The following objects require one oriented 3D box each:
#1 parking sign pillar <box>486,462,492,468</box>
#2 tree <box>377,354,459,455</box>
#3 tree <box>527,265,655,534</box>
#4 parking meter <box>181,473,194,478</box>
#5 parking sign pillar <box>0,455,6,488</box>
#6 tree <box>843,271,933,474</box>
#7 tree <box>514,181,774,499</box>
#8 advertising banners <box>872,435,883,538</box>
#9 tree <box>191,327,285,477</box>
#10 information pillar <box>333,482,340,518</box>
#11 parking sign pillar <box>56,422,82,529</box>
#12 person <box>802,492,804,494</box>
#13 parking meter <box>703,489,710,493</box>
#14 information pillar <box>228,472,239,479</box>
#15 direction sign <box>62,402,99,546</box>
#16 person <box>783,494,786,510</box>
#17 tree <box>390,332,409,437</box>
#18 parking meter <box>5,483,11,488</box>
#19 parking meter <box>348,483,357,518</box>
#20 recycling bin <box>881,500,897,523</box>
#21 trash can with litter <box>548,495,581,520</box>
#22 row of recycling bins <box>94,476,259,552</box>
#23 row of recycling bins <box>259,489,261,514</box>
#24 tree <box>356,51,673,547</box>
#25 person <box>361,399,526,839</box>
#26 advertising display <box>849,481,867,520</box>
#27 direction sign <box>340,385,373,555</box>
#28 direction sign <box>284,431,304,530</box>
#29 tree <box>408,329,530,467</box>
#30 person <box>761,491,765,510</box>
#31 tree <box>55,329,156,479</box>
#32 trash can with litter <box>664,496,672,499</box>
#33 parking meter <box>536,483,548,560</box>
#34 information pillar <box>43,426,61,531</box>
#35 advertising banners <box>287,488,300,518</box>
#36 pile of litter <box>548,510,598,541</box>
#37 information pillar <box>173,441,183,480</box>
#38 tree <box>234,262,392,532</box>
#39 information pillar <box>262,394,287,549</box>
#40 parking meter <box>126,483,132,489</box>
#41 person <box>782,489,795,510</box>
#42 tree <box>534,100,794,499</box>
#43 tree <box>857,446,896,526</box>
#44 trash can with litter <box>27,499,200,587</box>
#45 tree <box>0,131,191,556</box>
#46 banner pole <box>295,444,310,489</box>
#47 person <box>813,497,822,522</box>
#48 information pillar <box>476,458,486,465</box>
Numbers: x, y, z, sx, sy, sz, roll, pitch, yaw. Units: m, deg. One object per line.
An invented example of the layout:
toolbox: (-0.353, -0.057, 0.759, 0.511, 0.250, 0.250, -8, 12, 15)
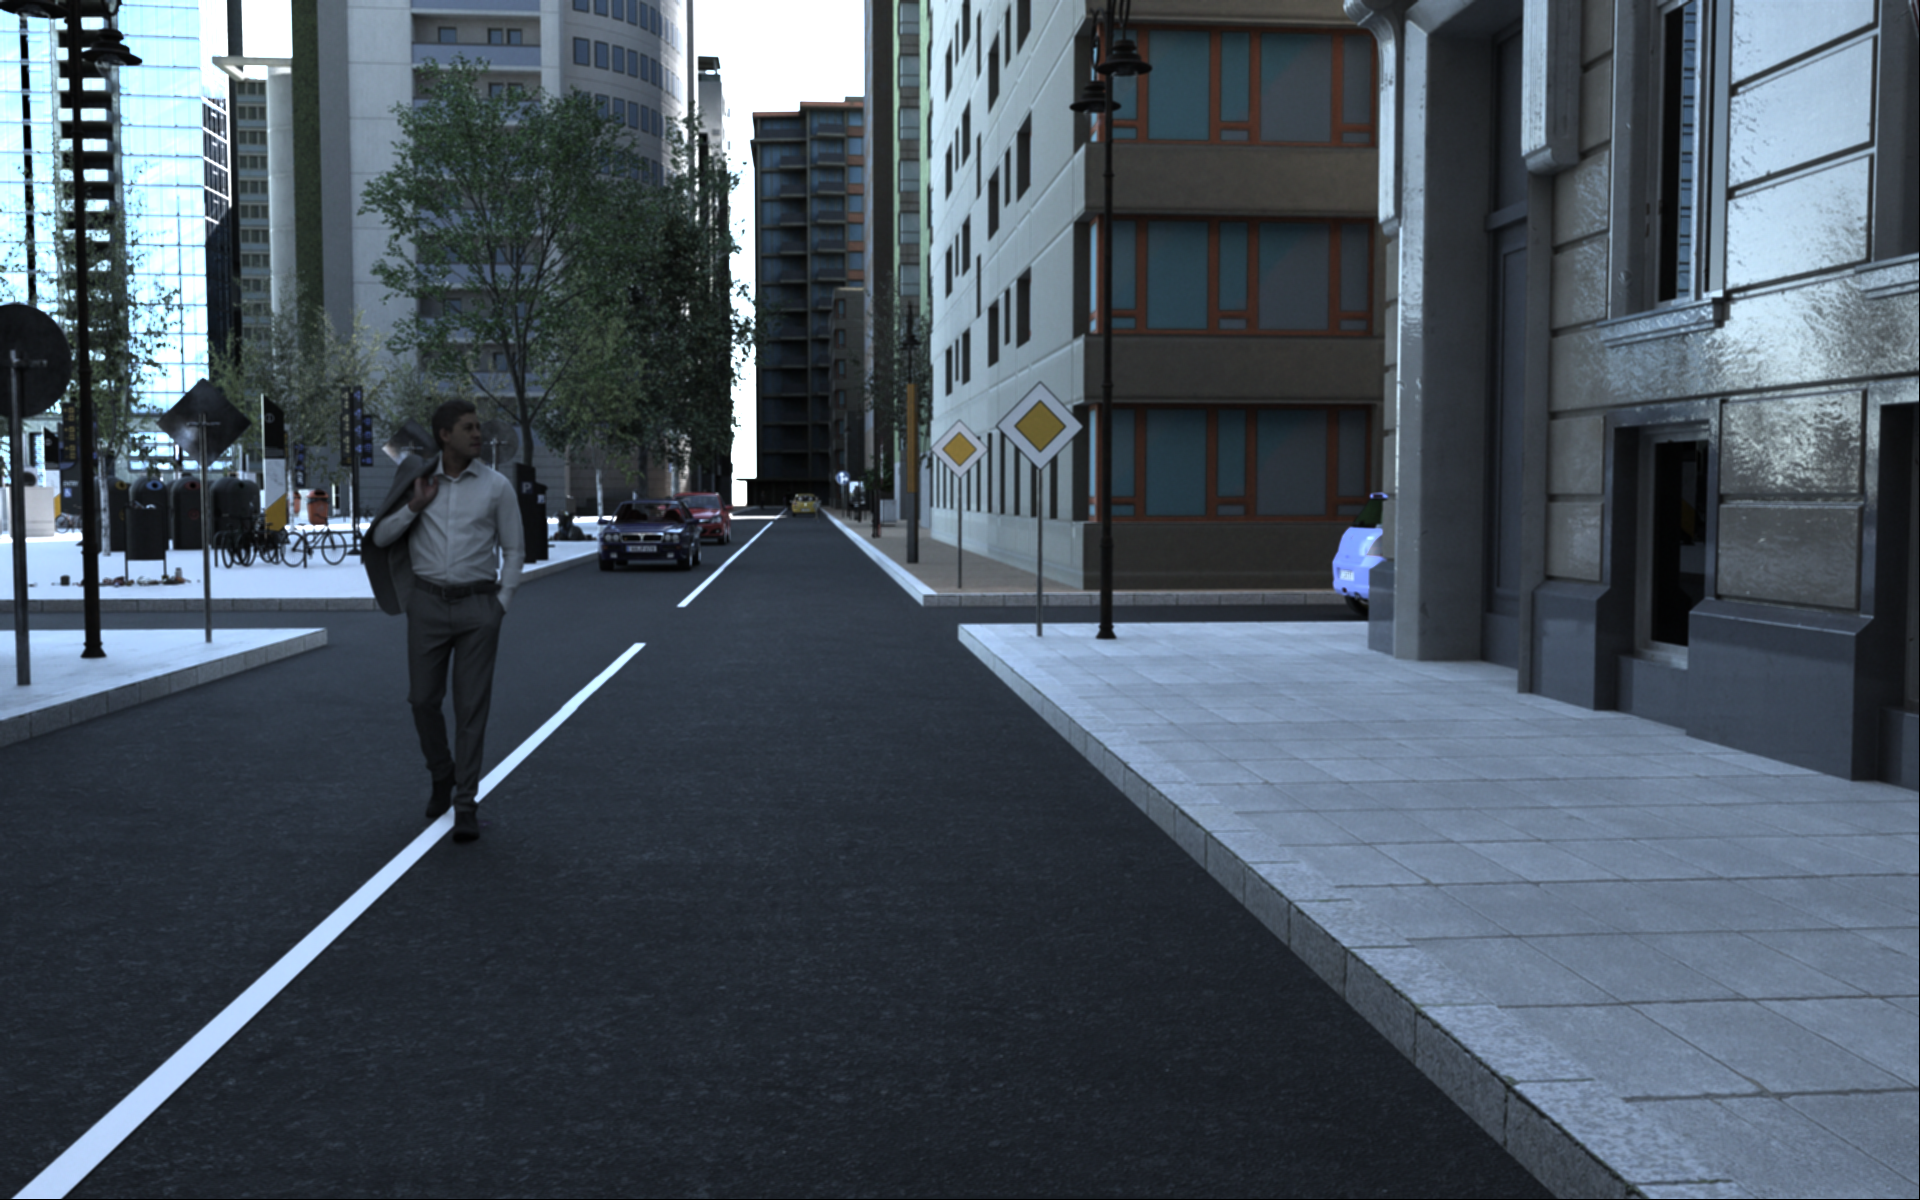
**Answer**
parking sign pillar: (-24.721, -6.175, 89.441, 1.447, 3.967, 1.447, 2, 4, 30)
tree: (-28.537, -8.649, 91.775, 4.737, 8.622, 4.395, 0, 3, 0)
tree: (-11.433, -6.369, 54.495, 4.737, 8.622, 4.395, 0, 3, 0)
parking meter: (-21.535, -2.607, 48.333, 0.255, 1.863, 0.399, -1, 4, -9)
parking sign pillar: (-47.394, -5.878, 84.574, 1.447, 3.967, 1.447, -1, 4, -12)
tree: (-1.668, -6.498, 56.601, 4.360, 8.622, 3.978, 0, 3, 0)
tree: (-11.676, -8.970, 63.660, 9.611, 12.733, 9.660, 0, 3, 0)
advertising banners: (-2.423, -3.368, 51.259, 0.090, 3.025, 2.074, 0, 4, 6)
tree: (-32.443, -7.782, 77.590, 4.737, 8.622, 4.395, 0, 3, 0)
information pillar: (-33.899, -5.484, 94.158, 0.304, 2.012, 0.304, -3, 4, -36)
parking sign pillar: (-33.206, -4.663, 64.708, 1.447, 3.967, 1.447, 1, 4, 17)
person: (-12.599, -7.872, 138.680, 0.415, 1.643, 0.593, -3, 5, -41)
parking meter: (-13.755, -5.244, 94.155, 0.372, 1.533, 0.369, 0, 3, 0)
information pillar: (-24.707, -3.331, 58.953, 0.304, 2.012, 0.304, -1, 4, -15)
direction sign: (-21.742, -3.111, 42.865, 0.876, 3.537, 0.379, 0, 4, 4)
person: (-16.214, -9.033, 159.405, 0.599, 1.433, 0.991, 0, 4, -4)
tree: (-23.562, -7.083, 66.177, 4.360, 8.622, 3.978, 0, 3, 0)
parking meter: (-47.973, -4.989, 87.284, 0.399, 1.863, 0.255, 0, 4, -2)
parking meter: (-32.743, -5.364, 93.412, 0.399, 1.863, 0.255, 1, 4, 17)
recycling bin: (-3.291, -4.029, 78.420, 0.722, 1.027, 0.722, -1, 4, -17)
trash can with litter: (-19.958, -4.647, 87.041, 2.233, 1.210, 1.678, -3, 4, -38)
row of recycling bins: (-18.156, -1.997, 39.761, 3.534, 1.692, 1.069, -3, 5, -44)
row of recycling bins: (-21.759, -2.580, 49.304, 3.534, 1.692, 1.069, -1, 4, -12)
tree: (-10.572, -7.093, 41.733, 9.928, 11.665, 9.643, 0, 3, 0)
person: (-2.211, 0.071, 7.434, 0.679, 1.850, 0.850, -1, 4, -13)
advertising display: (-5.020, -4.881, 85.024, 0.974, 1.923, 0.123, 2, 4, 29)
direction sign: (-12.754, -2.717, 36.414, 0.876, 3.537, 0.379, 3, 5, 44)
direction sign: (-23.902, -4.279, 61.965, 0.876, 3.537, 0.379, -3, 4, -37)
tree: (-20.470, -7.489, 72.801, 4.360, 8.622, 3.978, 0, 3, 0)
person: (-17.967, -9.161, 158.816, 0.750, 1.759, 0.617, 2, 4, 31)
tree: (-38.760, -7.814, 78.125, 4.737, 8.622, 4.395, 0, 3, 0)
trash can with litter: (-14.449, -4.485, 84.717, 0.624, 1.170, 1.055, 2, 4, 30)
parking meter: (-8.202, -1.544, 33.658, 0.372, 1.533, 0.369, 0, 3, 0)
information pillar: (-31.247, -4.172, 59.572, 0.504, 3.616, 0.183, -3, 4, -39)
advertising banners: (-34.340, -5.659, 88.720, 2.074, 3.025, 0.090, 3, 4, 36)
pile of litter: (-10.743, -2.058, 47.608, 1.719, 0.858, 1.176, 2, 4, 35)
information pillar: (-29.575, -4.537, 65.539, 0.183, 3.616, 0.504, 0, 4, 7)
tree: (-21.319, -6.425, 55.408, 4.360, 8.622, 3.978, 0, 3, 0)
information pillar: (-16.116, -3.017, 40.678, 0.504, 3.616, 0.183, -3, 4, -36)
parking meter: (-42.027, -5.022, 87.820, 0.399, 1.863, 0.255, -1, 4, -20)
person: (-15.243, -8.941, 154.312, 1.348, 1.869, 0.705, 0, 4, 3)
tree: (-14.610, -14.059, 85.756, 12.611, 20.169, 13.585, 0, 3, 0)
tree: (-3.042, -4.573, 69.364, 1.663, 3.219, 1.824, 0, 3, 0)
trash can with litter: (-11.965, -0.826, 24.555, 2.233, 1.210, 1.678, -1, 4, -17)
tree: (-17.656, -5.201, 35.398, 4.360, 8.622, 3.978, 0, 3, 0)
banner pole: (-31.663, -5.721, 83.550, 0.863, 3.779, 0.401, -3, 4, -37)
person: (-7.204, -4.571, 87.508, 0.475, 1.303, 0.640, -3, 5, -40)
information pillar: (-23.407, -5.711, 84.732, 0.504, 3.616, 0.183, 0, 4, -4)
